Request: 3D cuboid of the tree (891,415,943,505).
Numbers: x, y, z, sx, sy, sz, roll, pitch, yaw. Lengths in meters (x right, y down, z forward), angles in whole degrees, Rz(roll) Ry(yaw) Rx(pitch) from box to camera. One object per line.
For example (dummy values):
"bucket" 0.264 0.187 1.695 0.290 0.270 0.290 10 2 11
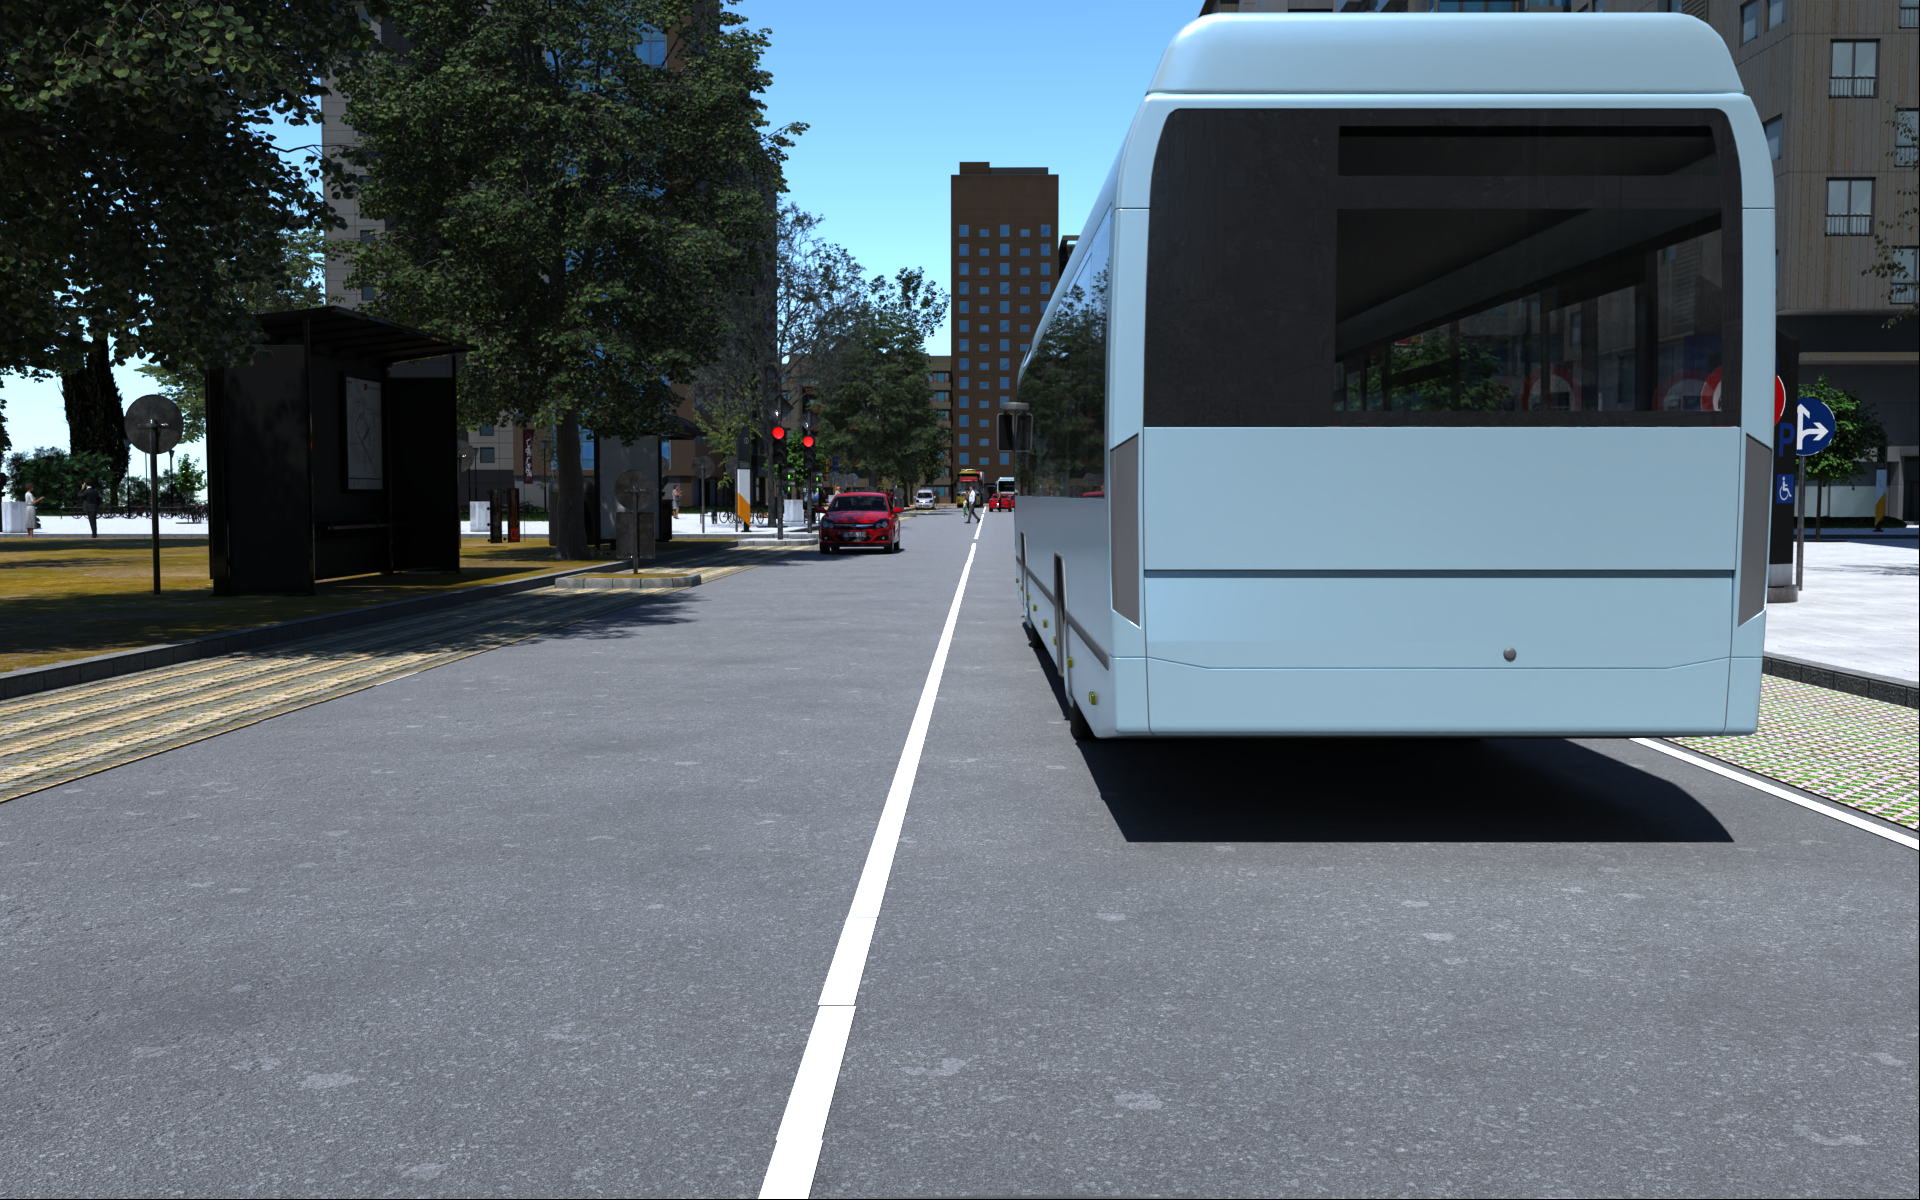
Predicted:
"tree" -5.298 -17.240 199.996 7.486 12.596 7.792 0 3 0

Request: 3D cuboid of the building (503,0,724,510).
"building" -27.066 -29.881 138.657 14.600 45.320 14.200 0 4 1

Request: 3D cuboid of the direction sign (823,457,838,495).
"direction sign" -7.811 -6.898 104.778 0.876 3.537 0.379 0 4 -6

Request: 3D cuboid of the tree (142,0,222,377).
"tree" -8.794 -6.560 13.911 9.857 13.997 8.962 0 3 0

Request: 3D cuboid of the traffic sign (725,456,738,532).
"traffic sign" -7.570 -3.579 58.620 0.768 2.556 0.104 0 4 8

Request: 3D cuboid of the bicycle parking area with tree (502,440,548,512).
"bicycle parking area with tree" -19.732 -6.500 93.278 8.231 4.147 9.016 0 4 3

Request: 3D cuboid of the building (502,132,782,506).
"building" -31.058 -29.725 177.878 23.993 40.220 32.217 0 4 1

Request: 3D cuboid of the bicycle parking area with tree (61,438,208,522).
"bicycle parking area with tree" -42.871 -6.421 91.990 9.016 4.147 8.231 1 4 12

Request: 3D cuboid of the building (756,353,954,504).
"building" -15.438 -24.334 242.894 28.899 21.520 27.650 0 4 1

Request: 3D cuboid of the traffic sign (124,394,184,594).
"traffic sign" -10.288 -1.346 22.118 0.768 2.556 0.104 0 4 2

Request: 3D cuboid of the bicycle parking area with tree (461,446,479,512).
"bicycle parking area with tree" -29.629 -7.202 104.758 9.016 4.147 8.231 0 4 2

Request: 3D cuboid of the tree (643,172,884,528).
"tree" -7.306 -9.519 66.010 12.009 13.543 11.850 0 3 0

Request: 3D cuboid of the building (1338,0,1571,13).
"building" 37.455 -30.242 114.062 23.786 49.044 30.456 0 4 1

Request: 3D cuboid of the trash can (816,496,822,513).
"trash can" -9.743 -6.515 118.172 0.748 1.137 0.748 0 3 0

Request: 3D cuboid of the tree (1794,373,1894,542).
"tree" 23.186 -3.842 46.530 4.285 4.588 4.351 0 3 0

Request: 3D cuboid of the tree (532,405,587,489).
"tree" -28.297 -10.461 121.397 4.360 8.622 3.978 0 3 0

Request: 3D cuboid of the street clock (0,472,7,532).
"street clock" -32.181 -3.274 58.102 0.471 2.002 0.358 2 4 34

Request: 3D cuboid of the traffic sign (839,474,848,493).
"traffic sign" -7.322 -6.649 108.810 0.768 2.556 0.104 0 4 4

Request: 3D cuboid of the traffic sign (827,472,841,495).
"traffic sign" -7.186 -6.025 98.616 0.768 2.556 0.104 0 4 2

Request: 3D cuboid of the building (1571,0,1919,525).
"building" 46.131 -30.090 81.209 27.495 52.752 28.713 0 4 1

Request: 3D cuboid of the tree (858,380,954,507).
"tree" -5.238 -15.321 167.501 9.611 12.733 9.660 0 3 0

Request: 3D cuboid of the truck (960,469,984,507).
"truck" 1.378 -12.886 199.604 2.839 4.237 11.283 0 4 3

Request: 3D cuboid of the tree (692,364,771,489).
"tree" -12.606 -8.994 97.412 4.737 8.622 4.395 0 3 0

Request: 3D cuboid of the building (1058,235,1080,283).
"building" 25.404 -33.726 243.302 23.993 40.220 32.217 0 4 1

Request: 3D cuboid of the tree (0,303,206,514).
"tree" -60.961 -13.325 119.692 13.155 14.587 18.604 0 4 -6

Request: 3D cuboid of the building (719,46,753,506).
"building" -26.484 -28.777 154.101 14.154 41.232 14.086 0 4 1

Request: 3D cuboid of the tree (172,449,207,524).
"tree" -33.500 -4.912 74.917 1.663 3.219 1.824 0 3 0

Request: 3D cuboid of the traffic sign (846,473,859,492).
"traffic sign" -6.524 -6.409 104.894 0.768 2.556 0.104 1 4 8

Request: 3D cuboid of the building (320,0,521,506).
"building" -53.265 -45.538 182.796 20.611 71.187 20.563 0 4 1

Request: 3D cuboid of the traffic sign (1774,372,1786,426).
"traffic sign" 7.374 -0.997 16.400 0.768 2.556 0.104 0 4 7

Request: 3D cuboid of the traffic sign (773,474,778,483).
"traffic sign" -9.366 -5.504 90.090 0.768 2.556 0.104 0 4 7

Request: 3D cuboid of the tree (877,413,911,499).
"tree" -5.558 -12.051 147.403 4.737 8.622 4.395 0 3 0

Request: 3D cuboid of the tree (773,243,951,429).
"tree" -7.900 -16.911 132.381 12.611 20.169 13.585 0 3 0

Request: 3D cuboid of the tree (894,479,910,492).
"tree" -6.169 -11.247 178.489 1.663 3.219 1.824 0 3 0

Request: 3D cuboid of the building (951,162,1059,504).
"building" 6.015 -35.853 236.304 14.200 45.320 14.600 0 4 1

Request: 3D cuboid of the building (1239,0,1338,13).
"building" 34.686 -37.196 150.159 21.231 58.520 28.212 0 4 1

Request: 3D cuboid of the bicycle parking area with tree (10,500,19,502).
"bicycle parking area with tree" -51.829 -6.090 86.569 8.231 4.147 9.016 0 4 4

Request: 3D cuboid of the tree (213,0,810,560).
"tree" -7.566 -7.751 33.382 9.857 13.997 8.962 0 3 0

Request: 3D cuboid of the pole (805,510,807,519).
"pole" -8.108 -5.936 90.890 0.158 3.312 0.155 0 3 0

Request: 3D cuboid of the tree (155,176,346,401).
"tree" -15.128 -5.329 37.496 4.360 8.622 3.978 0 3 0

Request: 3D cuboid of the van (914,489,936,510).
"van" -3.148 -9.102 155.828 2.013 2.044 4.112 0 4 1

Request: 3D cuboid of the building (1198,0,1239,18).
"building" 38.628 -36.052 178.688 28.713 52.752 27.495 0 4 1

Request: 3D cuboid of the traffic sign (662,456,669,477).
"traffic sign" -9.823 -3.434 56.256 0.768 2.556 0.104 0 4 5

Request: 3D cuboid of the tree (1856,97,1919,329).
"tree" 15.570 -4.563 24.975 4.360 8.622 3.978 0 3 0

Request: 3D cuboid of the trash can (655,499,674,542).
"trash can" -8.020 -2.124 46.382 0.748 1.137 0.748 0 3 0

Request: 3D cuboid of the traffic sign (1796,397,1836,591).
"traffic sign" 11.137 -1.395 22.913 0.768 2.556 0.104 0 4 6

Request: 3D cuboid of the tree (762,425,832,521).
"tree" -7.677 -6.045 82.544 4.285 4.588 4.351 0 3 0

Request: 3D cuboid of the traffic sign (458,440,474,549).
"traffic sign" -11.726 -2.470 40.483 0.768 2.556 0.104 1 4 10

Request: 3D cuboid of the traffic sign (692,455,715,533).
"traffic sign" -8.421 -3.465 56.763 0.768 2.556 0.104 0 4 4

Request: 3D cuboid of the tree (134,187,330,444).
"tree" -26.378 -8.919 63.953 7.486 12.596 7.792 0 3 0

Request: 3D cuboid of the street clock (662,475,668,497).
"street clock" -10.122 -3.302 58.555 0.471 2.002 0.358 1 4 15

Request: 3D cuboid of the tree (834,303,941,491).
"tree" -5.835 -12.901 117.591 9.857 13.997 8.962 0 3 0

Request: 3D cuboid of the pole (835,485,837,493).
"pole" -8.936 -8.007 124.762 0.158 3.312 0.155 0 3 0

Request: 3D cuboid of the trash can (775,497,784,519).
"trash can" -9.412 -4.747 89.274 0.748 1.137 0.748 0 3 0
